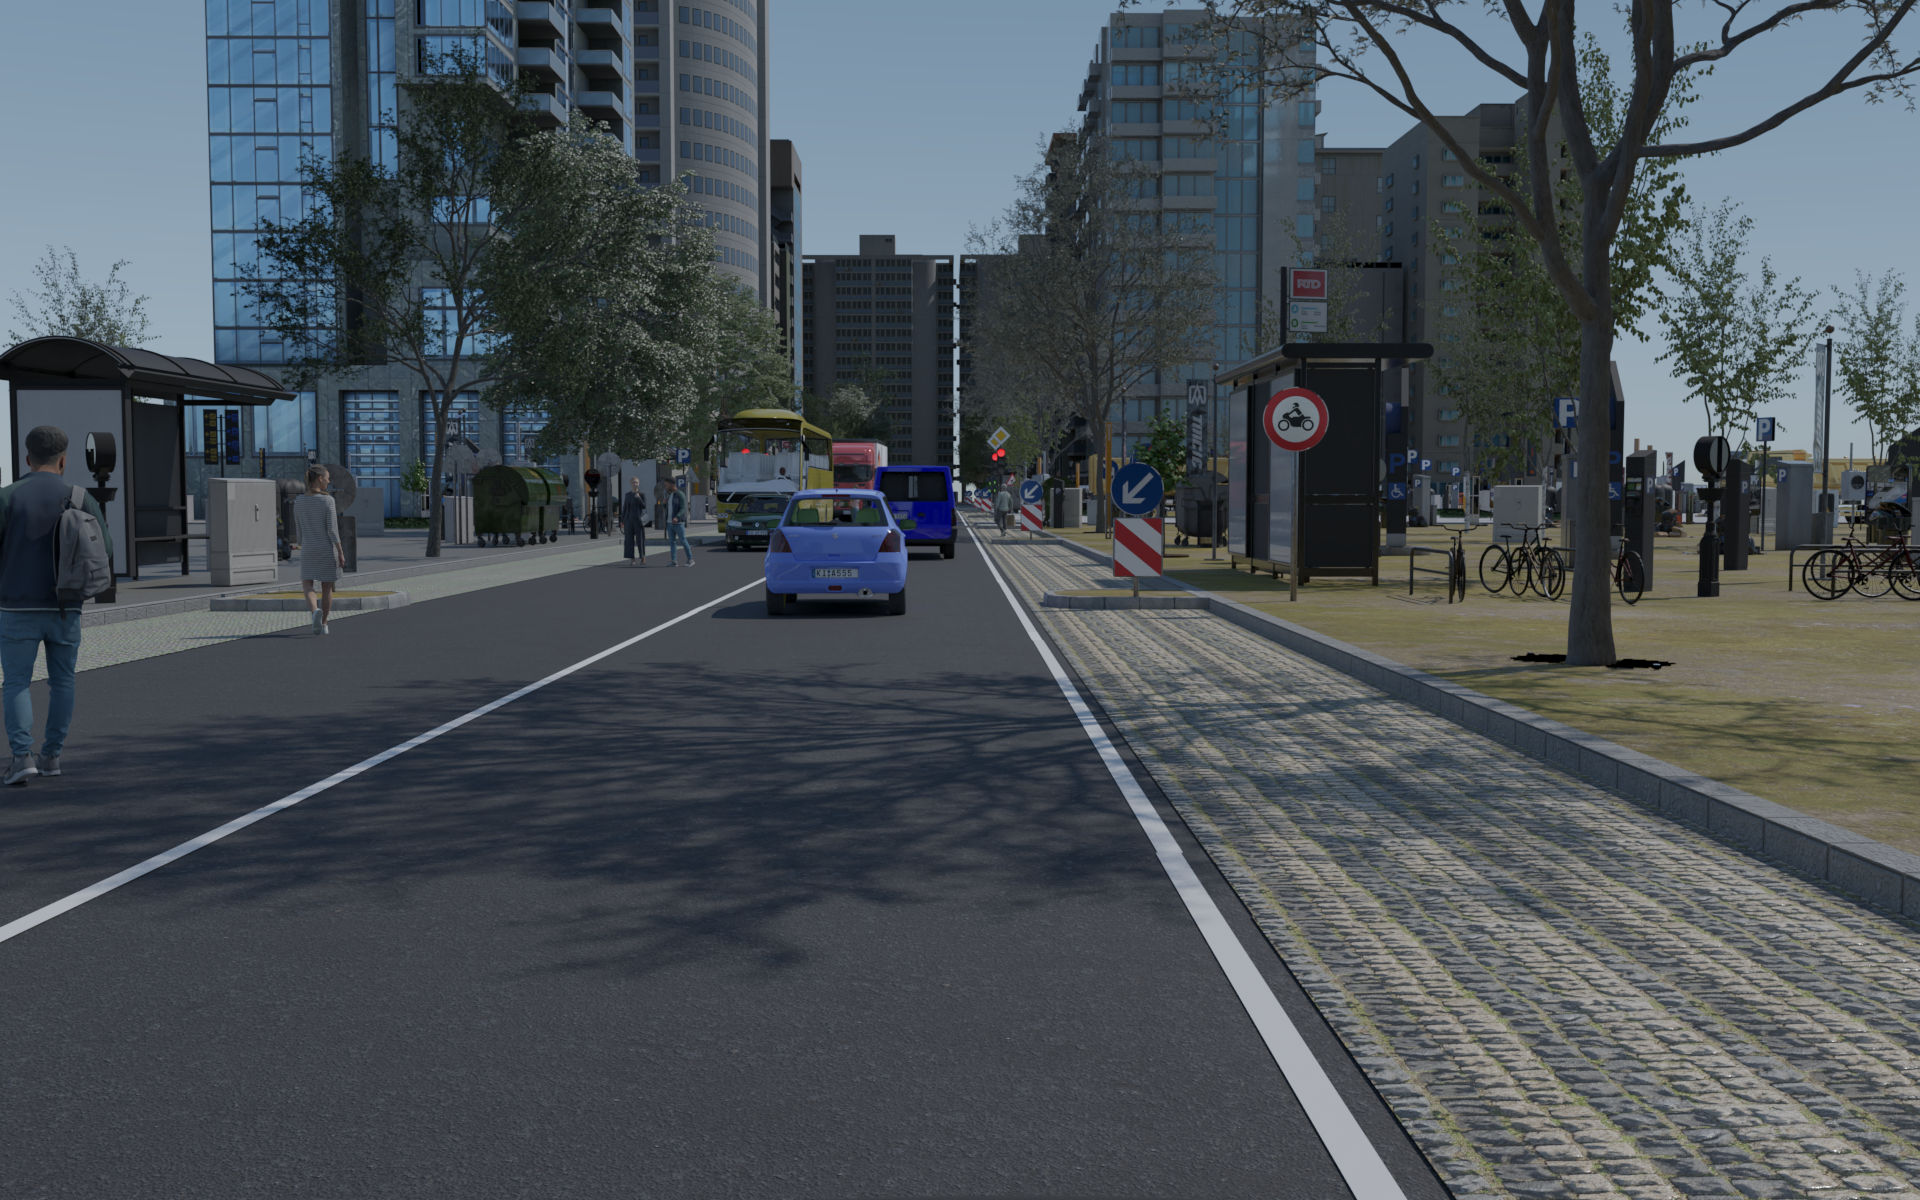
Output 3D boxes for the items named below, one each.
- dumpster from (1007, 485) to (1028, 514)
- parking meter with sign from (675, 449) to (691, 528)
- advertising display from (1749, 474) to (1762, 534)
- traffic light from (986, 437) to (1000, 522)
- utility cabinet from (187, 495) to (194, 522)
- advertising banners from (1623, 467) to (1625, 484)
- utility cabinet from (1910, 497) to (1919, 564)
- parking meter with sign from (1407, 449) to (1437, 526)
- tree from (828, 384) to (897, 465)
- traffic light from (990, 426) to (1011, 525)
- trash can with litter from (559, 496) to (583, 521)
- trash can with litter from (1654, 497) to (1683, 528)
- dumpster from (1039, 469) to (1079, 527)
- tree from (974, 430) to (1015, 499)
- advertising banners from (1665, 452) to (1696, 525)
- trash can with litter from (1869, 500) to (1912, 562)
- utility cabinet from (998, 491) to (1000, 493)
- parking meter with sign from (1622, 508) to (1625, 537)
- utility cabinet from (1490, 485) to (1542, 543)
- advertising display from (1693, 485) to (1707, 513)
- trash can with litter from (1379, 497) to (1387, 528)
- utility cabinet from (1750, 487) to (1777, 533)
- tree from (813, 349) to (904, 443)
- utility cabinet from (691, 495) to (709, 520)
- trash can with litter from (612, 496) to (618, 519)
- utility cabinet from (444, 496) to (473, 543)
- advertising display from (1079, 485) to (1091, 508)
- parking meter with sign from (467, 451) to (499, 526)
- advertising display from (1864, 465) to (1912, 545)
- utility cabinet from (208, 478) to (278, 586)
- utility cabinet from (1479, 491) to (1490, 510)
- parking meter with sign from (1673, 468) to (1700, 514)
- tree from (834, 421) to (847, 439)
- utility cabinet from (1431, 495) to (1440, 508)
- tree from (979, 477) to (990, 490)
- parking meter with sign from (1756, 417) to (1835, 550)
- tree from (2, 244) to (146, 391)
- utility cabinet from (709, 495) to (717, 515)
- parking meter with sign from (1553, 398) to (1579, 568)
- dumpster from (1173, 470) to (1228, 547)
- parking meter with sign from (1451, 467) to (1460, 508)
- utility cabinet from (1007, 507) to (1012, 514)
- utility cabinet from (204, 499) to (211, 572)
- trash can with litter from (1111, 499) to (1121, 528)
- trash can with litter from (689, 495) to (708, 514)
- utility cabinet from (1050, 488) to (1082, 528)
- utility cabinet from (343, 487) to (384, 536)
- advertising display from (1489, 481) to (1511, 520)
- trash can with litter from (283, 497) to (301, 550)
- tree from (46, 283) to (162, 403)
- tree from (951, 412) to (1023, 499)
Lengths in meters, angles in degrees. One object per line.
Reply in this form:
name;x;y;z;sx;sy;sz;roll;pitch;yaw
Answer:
dumpster;3.675;-6.474;111.614;1.264;1.857;1.865;0;4;0
parking meter with sign;-10.650;-4.279;66.222;0.543;3.016;1.738;0;4;-3
advertising display;25.263;-3.092;55.773;0.974;1.923;0.123;1;4;10
traffic light;1.613;-5.546;79.606;0.839;4.253;0.868;0;4;0
utility cabinet;-35.922;-4.220;80.162;0.306;1.237;1.020;1;4;11
advertising banners;43.336;-7.053;111.498;2.074;3.025;0.090;1;4;14
utility cabinet;17.996;-1.255;31.675;0.306;1.237;1.020;-3;5;-43
parking meter with sign;18.255;-4.411;68.374;0.543;3.016;1.738;3;5;43
tree;-11.751;-17.941;199.998;9.857;13.997;8.962;0;3;0
traffic light;1.674;-5.058;71.621;0.839;4.253;0.868;0;4;0
trash can with litter;-19.014;-4.358;82.303;2.233;1.210;1.678;0;4;6
trash can with litter;25.837;-3.175;63.297;1.055;1.170;0.624;0;4;-7
dumpster;3.822;-3.980;67.573;1.502;2.255;1.985;0;4;0
tree;3.571;-15.256;199.802;4.360;8.622;3.978;0;3;0
advertising banners;30.089;-4.663;72.423;2.074;3.025;0.090;-2;4;-32
trash can with litter;17.800;-1.304;32.711;1.055;1.170;0.624;-1;4;-16
utility cabinet;3.392;-7.272;127.577;1.173;1.500;0.318;-1;4;-11
parking meter with sign;19.053;-3.414;52.081;1.738;3.016;0.543;1;4;15
utility cabinet;14.392;-2.205;44.738;1.173;1.500;0.318;3;4;37
advertising display;50.306;-6.888;117.827;0.974;1.923;0.123;0;4;-2
trash can with litter;16.023;-3.258;64.650;1.055;1.170;0.624;-3;5;-43
utility cabinet;26.283;-2.933;56.636;1.173;1.500;0.318;-3;5;-39
tree;-13.492;-22.807;228.789;12.611;20.169;13.585;0;3;0
utility cabinet;-12.969;-4.568;85.849;0.306;1.237;1.020;1;4;19
trash can with litter;-18.045;-4.859;90.835;0.624;1.170;1.055;-2;4;-34
utility cabinet;-13.256;-2.121;45.848;0.306;1.237;1.020;1;4;13
advertising display;8.910;-7.247;123.706;0.974;1.923;0.123;2;4;30
parking meter with sign;-19.602;-4.518;70.134;1.738;3.016;0.543;-2;4;-31
advertising display;20.597;-2.033;38.460;0.123;1.923;0.974;-2;4;-33
utility cabinet;-10.099;-0.964;24.448;0.318;1.500;1.173;1;4;10
utility cabinet;33.039;-6.069;107.911;1.173;1.500;0.318;-1;4;-12
parking meter with sign;47.938;-7.210;114.151;1.738;3.016;0.543;-1;4;-12
tree;-13.003;-13.611;172.906;4.737;8.622;4.395;0;3;0
utility cabinet;32.610;-6.584;118.814;0.306;1.237;1.020;3;4;37
tree;2.818;-12.018;191.099;1.663;3.219;1.824;0;3;0
parking meter with sign;19.092;-2.647;39.545;1.738;3.016;0.543;-1;4;-12
tree;-25.738;-6.148;50.885;4.360;8.622;3.978;0;3;0
utility cabinet;-14.985;-5.840;106.642;1.020;1.237;0.306;1;4;14
parking meter with sign;10.858;-2.098;30.560;0.543;3.016;1.738;1;4;11
dumpster;5.997;-2.271;42.894;1.264;1.857;1.865;0;4;0
parking meter with sign;32.114;-7.102;112.378;0.543;3.016;1.738;1;4;19
utility cabinet;3.192;-6.316;114.425;0.306;1.237;1.020;-1;4;-23
utility cabinet;-12.345;-1.097;29.101;0.306;1.237;1.020;0;4;-2
trash can with litter;6.077;-3.358;66.286;0.624;1.170;1.055;-2;4;-31
trash can with litter;-18.963;-7.045;126.241;2.233;1.210;1.678;-3;5;-43
utility cabinet;3.984;-3.454;65.152;1.173;1.500;0.318;1;4;23
utility cabinet;-18.204;-2.702;52.849;1.173;1.500;0.318;-1;4;-20
advertising display;26.171;-4.816;83.959;0.974;1.923;0.123;3;4;36
trash can with litter;-15.776;-1.767;39.946;1.678;1.210;2.233;2;4;34
tree;-29.467;-6.711;60.088;4.737;8.622;4.395;0;3;0
tree;3.263;-18.735;223.328;9.611;12.733;9.660;0;3;0
